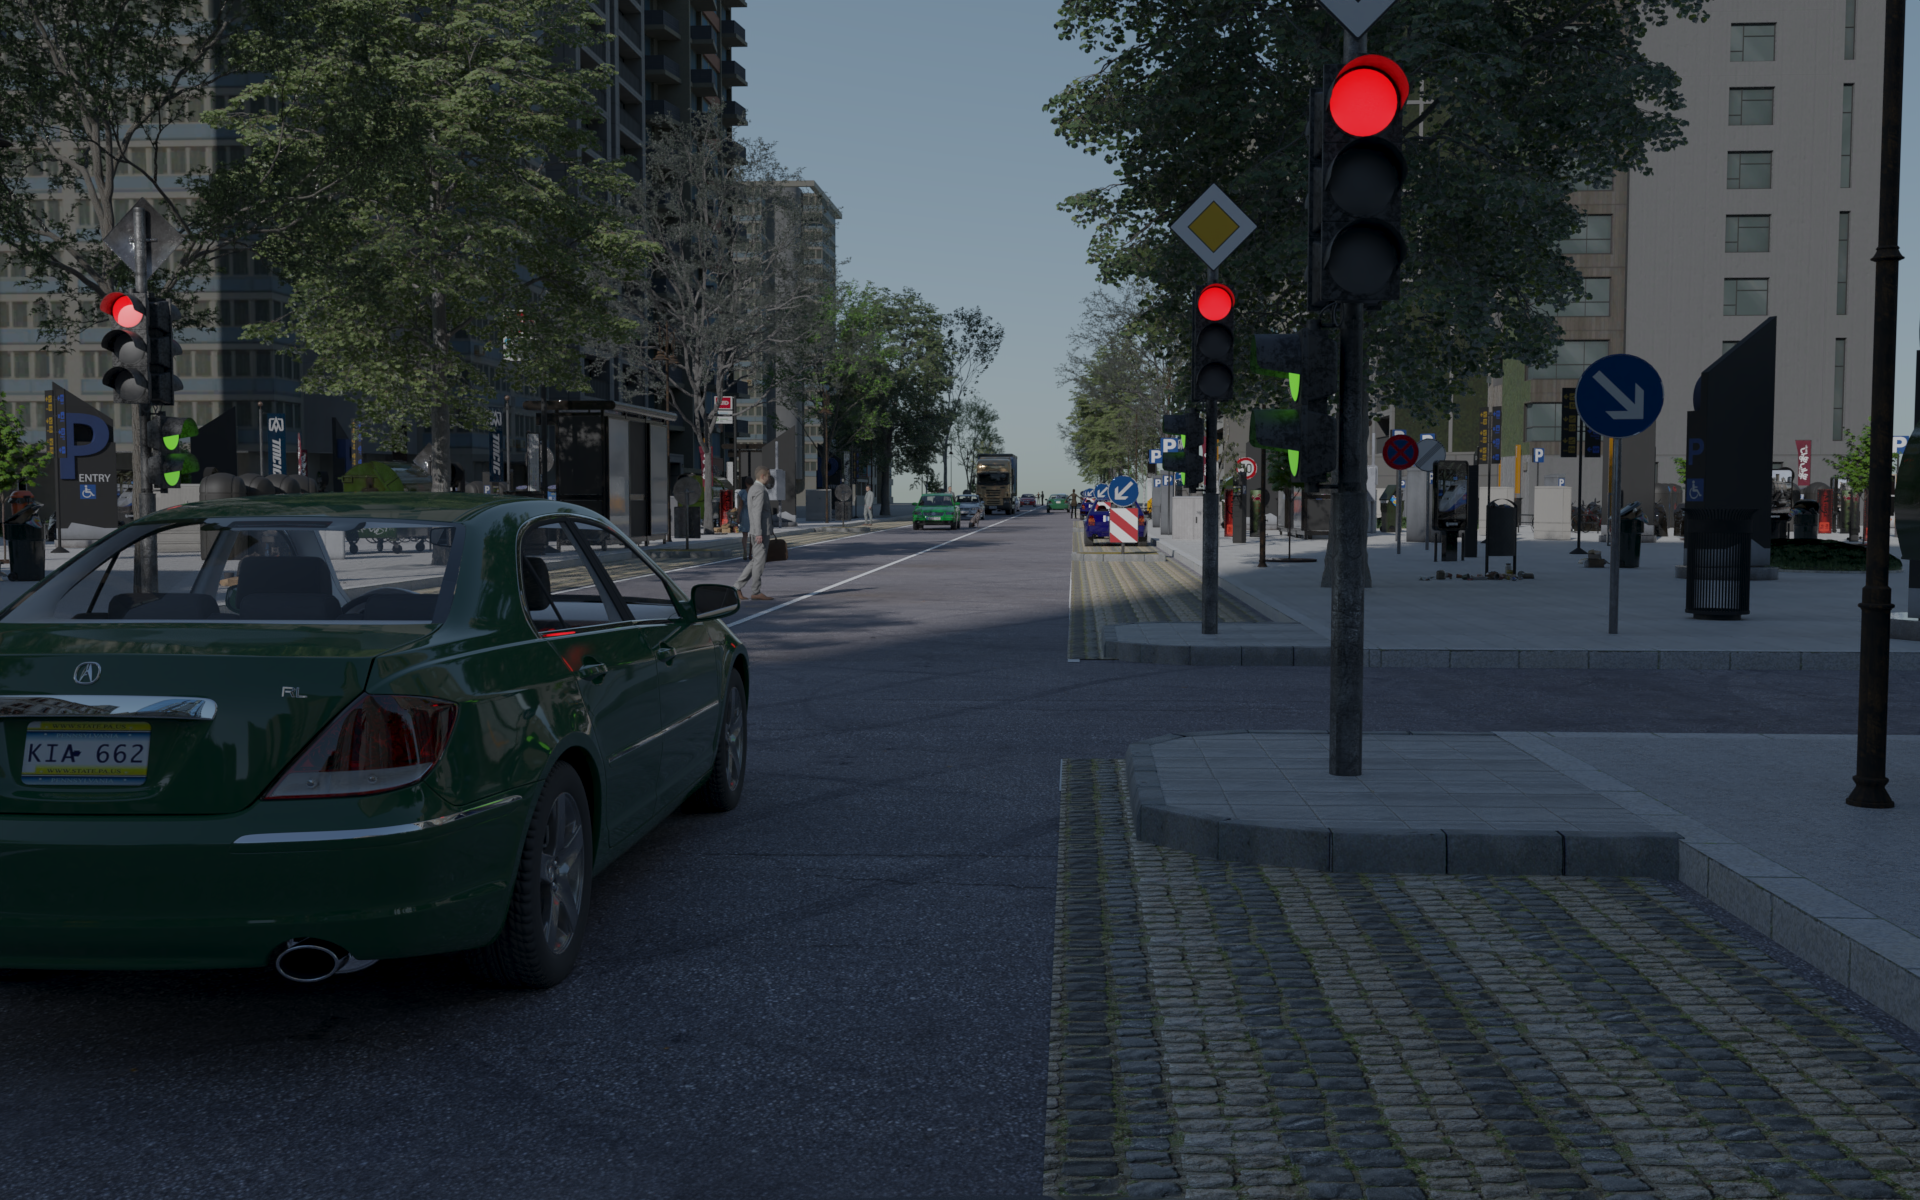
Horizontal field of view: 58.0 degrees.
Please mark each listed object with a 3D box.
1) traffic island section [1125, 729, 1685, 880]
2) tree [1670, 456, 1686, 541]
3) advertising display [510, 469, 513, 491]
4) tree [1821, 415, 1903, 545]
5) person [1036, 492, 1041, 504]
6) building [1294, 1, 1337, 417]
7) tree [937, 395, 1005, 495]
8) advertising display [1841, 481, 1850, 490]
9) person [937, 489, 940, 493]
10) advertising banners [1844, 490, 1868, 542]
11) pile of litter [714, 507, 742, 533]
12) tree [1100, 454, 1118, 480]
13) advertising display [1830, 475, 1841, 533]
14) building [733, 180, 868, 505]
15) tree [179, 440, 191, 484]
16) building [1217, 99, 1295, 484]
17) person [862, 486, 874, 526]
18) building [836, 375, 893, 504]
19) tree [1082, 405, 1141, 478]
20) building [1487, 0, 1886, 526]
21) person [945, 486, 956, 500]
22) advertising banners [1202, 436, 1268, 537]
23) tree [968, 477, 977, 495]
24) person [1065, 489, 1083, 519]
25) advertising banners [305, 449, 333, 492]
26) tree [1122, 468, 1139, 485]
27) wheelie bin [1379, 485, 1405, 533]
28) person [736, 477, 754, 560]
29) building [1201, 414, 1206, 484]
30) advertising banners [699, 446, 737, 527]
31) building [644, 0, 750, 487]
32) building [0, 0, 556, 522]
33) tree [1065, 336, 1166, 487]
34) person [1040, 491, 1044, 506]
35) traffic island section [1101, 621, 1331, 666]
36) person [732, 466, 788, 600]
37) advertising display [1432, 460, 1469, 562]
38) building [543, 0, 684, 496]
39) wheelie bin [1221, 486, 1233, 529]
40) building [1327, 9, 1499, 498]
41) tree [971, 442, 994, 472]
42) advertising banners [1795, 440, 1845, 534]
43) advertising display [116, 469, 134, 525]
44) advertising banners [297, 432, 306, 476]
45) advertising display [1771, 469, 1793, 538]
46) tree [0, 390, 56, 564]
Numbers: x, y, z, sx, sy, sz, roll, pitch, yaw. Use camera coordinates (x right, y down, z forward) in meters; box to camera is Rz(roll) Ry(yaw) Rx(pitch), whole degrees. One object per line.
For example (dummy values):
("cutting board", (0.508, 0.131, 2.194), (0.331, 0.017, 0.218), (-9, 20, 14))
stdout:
("traffic island section", (1.787, 0.877, 7.936), (2.009, 0.180, 2.903), (0, 4, 4))
("tree", (20.412, -3.260, 47.901), (1.663, 3.219, 1.824), (0, 3, 0))
("advertising display", (-11.739, -2.451, 45.286), (0.123, 1.923, 0.974), (-1, 4, -15))
("tree", (22.284, -2.928, 42.482), (1.663, 3.219, 1.824), (0, 3, 0))
("person", (11.152, -14.487, 246.178), (1.217, 1.723, 0.721), (0, 4, 7))
("building", (36.975, -36.298, 135.479), (21.231, 58.520, 28.212), (0, 4, 4))
("tree", (0.966, -15.669, 181.942), (9.928, 11.665, 9.643), (0, 3, 0))
("advertising display", (32.437, -3.573, 63.626), (0.974, 1.923, 0.123), (0, 4, -5))
("person", (-1.363, -5.963, 106.544), (0.990, 1.755, 0.434), (-3, 5, -43))
("advertising banners", (24.698, -3.112, 47.070), (2.074, 3.025, 0.090), (-3, 4, -36))
("pile of litter", (-7.751, -2.659, 57.440), (1.176, 0.858, 1.719), (0, 4, -8))
("tree", (16.931, -14.909, 194.119), (4.737, 8.622, 4.395), (0, 3, 0))
("advertising display", (29.065, -3.200, 57.535), (0.123, 1.923, 0.974), (2, 4, 24))
("building", (-27.537, -31.265, 203.068), (32.217, 40.220, 23.993), (0, 4, 4))
("tree", (-25.477, -3.799, 56.707), (1.663, 3.219, 1.824), (0, 3, 0))
("building", (41.557, -35.656, 206.669), (21.300, 48.544, 21.600), (0, 4, 4))
("person", (-4.123, -4.256, 78.187), (0.391, 1.810, 0.635), (-3, 5, -41))
("building", (-24.149, -23.567, 230.362), (27.650, 21.520, 28.899), (0, 4, 4))
("tree", (16.583, -15.730, 182.937), (9.928, 11.665, 9.643), (0, 3, 0))
("building", (30.714, -18.632, 76.334), (14.160, 30.474, 14.107), (0, 4, 4))
("person", (-0.509, -4.614, 84.038), (0.694, 1.812, 0.767), (-1, 4, -20))
("advertising banners", (8.166, -3.394, 51.687), (2.074, 3.025, 0.090), (1, 4, 22))
("tree", (1.396, -11.838, 188.145), (1.663, 3.219, 1.824), (0, 3, 0))
("person", (6.651, -5.595, 100.692), (1.217, 1.735, 0.721), (1, 4, 23))
("advertising banners", (-25.004, -4.362, 67.508), (2.074, 3.025, 0.090), (1, 4, 22))
("tree", (11.559, -7.483, 116.952), (1.663, 3.219, 1.824), (0, 3, 0))
("wheelie bin", (14.461, -3.062, 57.974), (0.693, 1.594, 0.980), (-1, 4, -17))
("person", (-4.535, -1.770, 37.530), (0.616, 1.811, 0.778), (0, 4, -2))
("building", (44.220, -35.368, 232.888), (22.147, 44.769, 28.867), (0, 4, 4))
("advertising banners", (-8.456, -4.078, 62.865), (2.074, 3.025, 0.090), (0, 4, 7))
("building", (-27.909, -28.948, 127.917), (22.147, 44.769, 28.867), (0, 4, 4))
("building", (-32.961, -23.733, 79.919), (32.217, 40.220, 23.993), (0, 4, 4))
("tree", (11.092, -12.523, 122.885), (7.486, 12.596, 7.792), (0, 3, 0))
("person", (10.080, -12.480, 212.560), (0.705, 1.823, 1.348), (-1, 4, -19))
("traffic island section", (2.314, 0.390, 15.904), (2.009, 0.180, 2.903), (0, 4, 4))
("person", (-2.694, -0.903, 23.385), (0.853, 1.813, 0.709), (-1, 4, -18))
("advertising display", (9.338, -1.699, 32.995), (0.974, 1.923, 0.123), (-3, 4, -38))
("building", (-27.684, -40.599, 102.038), (20.563, 71.187, 20.611), (0, 4, 4))
("wheelie bin", (10.078, -3.430, 63.981), (0.980, 1.594, 0.693), (3, 5, 44))
("building", (35.178, -41.098, 110.196), (20.563, 71.187, 20.611), (0, 4, 4))
("tree", (3.460, -17.087, 229.736), (4.737, 8.622, 4.395), (0, 3, 0))
("advertising banners", (27.951, -3.652, 55.893), (2.074, 3.025, 0.090), (0, 4, 1))
("advertising display", (-21.710, -2.452, 45.309), (0.123, 1.923, 0.974), (2, 4, 32))
("advertising banners", (-19.135, -3.293, 50.021), (0.090, 3.025, 2.074), (-2, 4, -25))
("advertising display", (20.607, -2.372, 43.998), (0.974, 1.923, 0.123), (1, 4, 12))
("tree", (-17.682, -2.302, 32.243), (1.663, 3.219, 1.824), (0, 3, 0))
